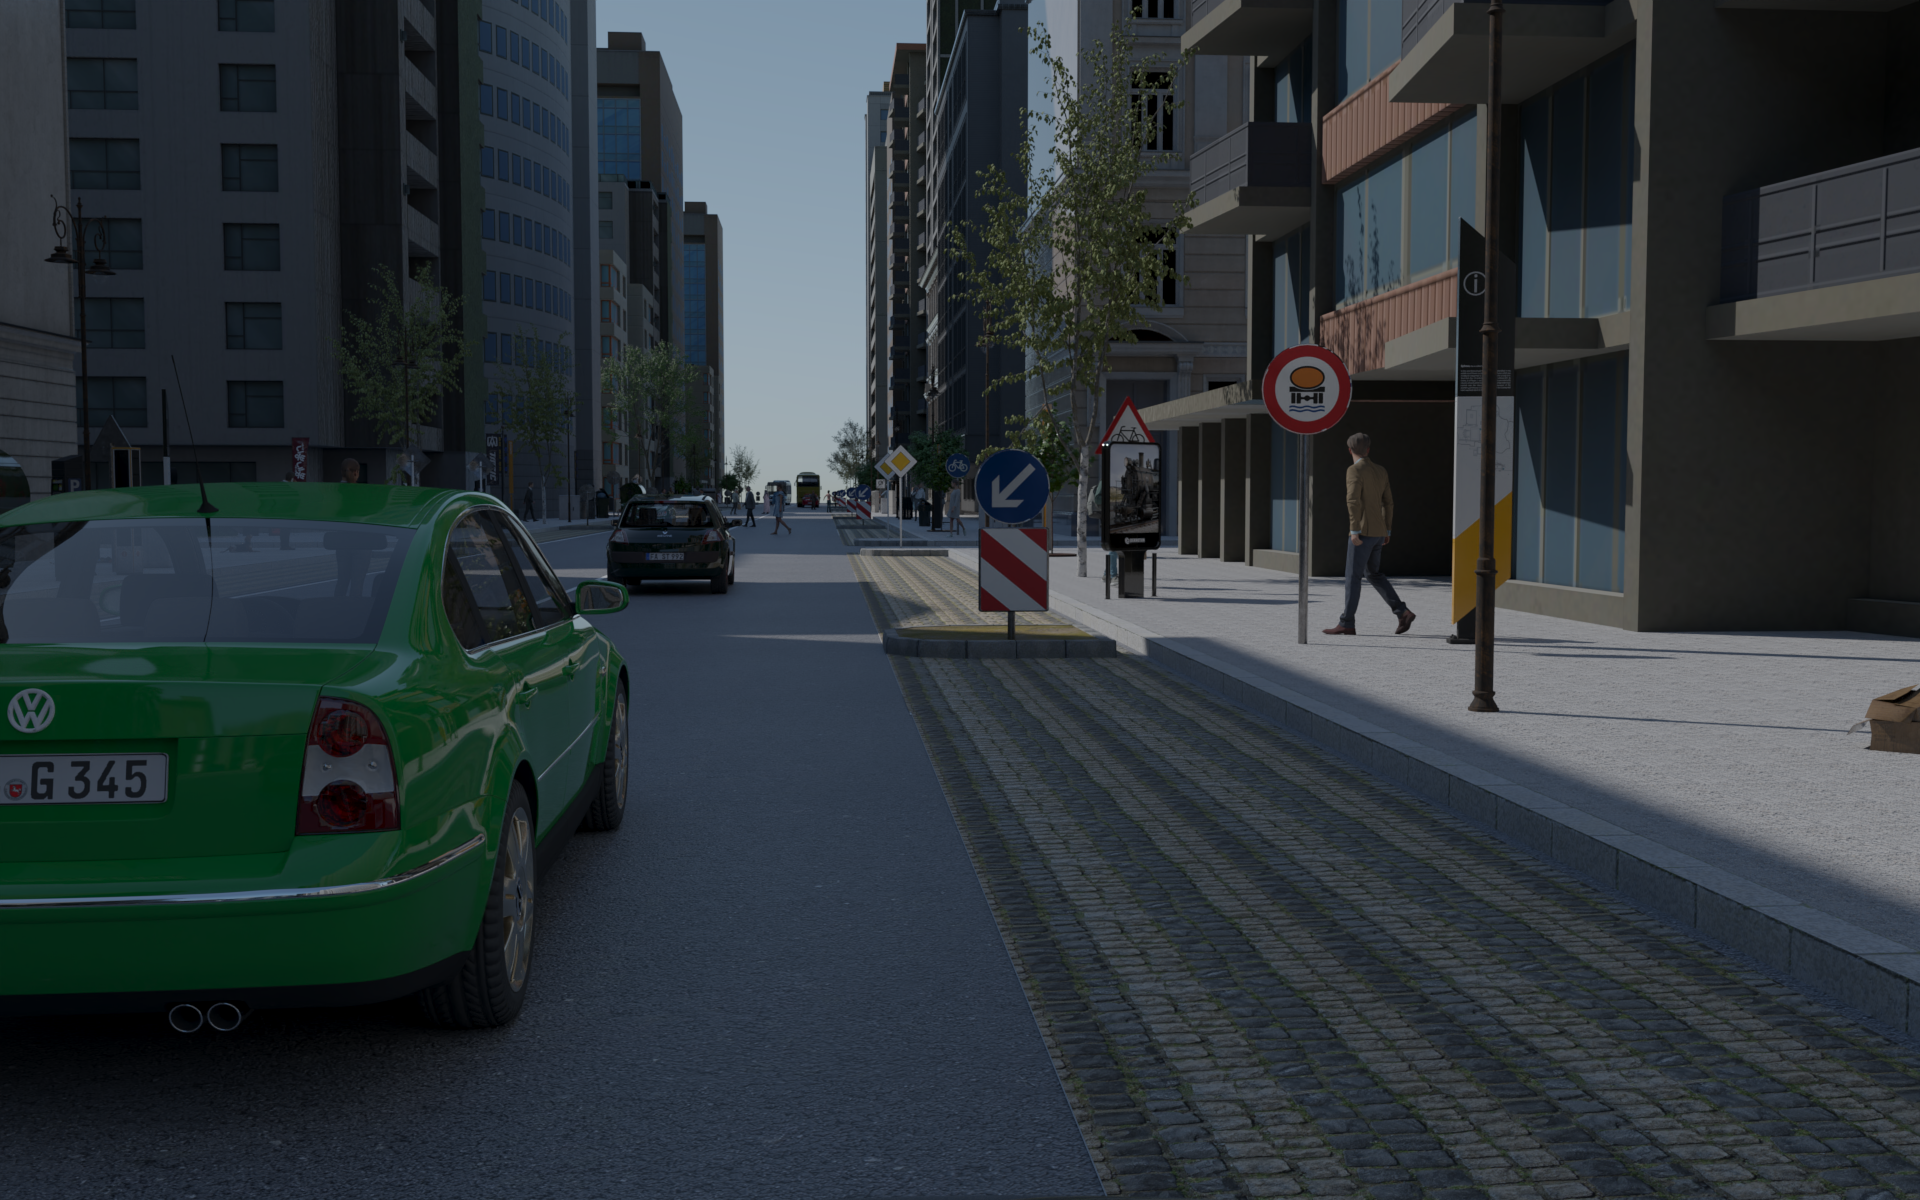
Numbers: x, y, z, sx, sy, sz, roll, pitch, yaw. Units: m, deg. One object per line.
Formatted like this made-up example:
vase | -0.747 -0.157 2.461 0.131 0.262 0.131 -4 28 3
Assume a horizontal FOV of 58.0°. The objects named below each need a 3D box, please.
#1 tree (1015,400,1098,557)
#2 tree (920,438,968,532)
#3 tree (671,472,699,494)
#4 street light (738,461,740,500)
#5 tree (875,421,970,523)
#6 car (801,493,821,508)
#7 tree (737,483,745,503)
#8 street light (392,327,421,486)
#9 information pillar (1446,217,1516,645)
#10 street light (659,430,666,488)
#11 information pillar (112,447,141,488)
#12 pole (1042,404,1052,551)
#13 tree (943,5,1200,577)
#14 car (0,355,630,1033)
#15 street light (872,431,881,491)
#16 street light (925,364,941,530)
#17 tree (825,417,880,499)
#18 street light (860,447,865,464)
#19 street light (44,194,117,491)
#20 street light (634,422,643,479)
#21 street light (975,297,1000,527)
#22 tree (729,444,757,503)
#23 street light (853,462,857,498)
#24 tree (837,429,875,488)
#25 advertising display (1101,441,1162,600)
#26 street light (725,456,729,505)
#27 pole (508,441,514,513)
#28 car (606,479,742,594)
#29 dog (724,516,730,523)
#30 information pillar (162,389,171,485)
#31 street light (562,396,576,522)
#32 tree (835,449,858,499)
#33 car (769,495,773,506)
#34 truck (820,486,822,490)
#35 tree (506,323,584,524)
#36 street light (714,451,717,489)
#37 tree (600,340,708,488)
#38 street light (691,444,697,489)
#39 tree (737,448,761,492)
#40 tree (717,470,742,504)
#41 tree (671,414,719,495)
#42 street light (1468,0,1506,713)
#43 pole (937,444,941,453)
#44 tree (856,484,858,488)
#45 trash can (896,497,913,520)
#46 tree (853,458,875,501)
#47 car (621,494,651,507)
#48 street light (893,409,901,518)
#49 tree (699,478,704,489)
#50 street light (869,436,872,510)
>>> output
tree | 2.033 -2.510 35.644 1.663 3.219 1.824 0 3 0
tree | -0.505 -3.944 59.083 1.663 3.219 1.824 0 3 0
tree | -24.358 -9.633 152.104 1.663 3.219 1.824 0 3 0
street light | -30.282 -16.198 237.623 0.468 5.910 1.993 0 4 -5
tree | -1.039 -5.735 77.478 4.285 4.588 4.351 0 3 0
car | -15.704 -10.584 182.092 2.155 1.783 4.494 0 4 -4
tree | -32.966 -16.114 258.069 1.663 3.219 1.824 0 3 0
street light | -15.306 -4.599 47.978 0.468 5.910 1.993 0 4 -5
information pillar | 4.443 -1.430 14.739 0.504 3.616 0.183 0 4 5
street light | -21.384 -9.289 124.660 0.468 5.910 1.993 0 4 -5
information pillar | -13.190 -1.405 27.458 0.304 2.012 0.304 0 4 3
pole | 1.974 -2.781 39.308 0.158 3.312 0.155 0 3 0
tree | 1.843 -4.673 26.769 4.737 8.622 4.395 0 3 0
car | -2.191 0.174 5.945 1.959 1.807 4.718 0 4 -5
street light | -5.828 -9.195 123.121 0.468 5.910 1.993 0 4 -5
street light | -0.959 -5.427 61.526 0.468 5.910 1.993 0 4 -5
tree | -12.886 -16.865 210.151 7.601 10.594 8.767 -2 4 -28
street light | -9.503 -11.986 168.755 0.468 5.910 1.993 0 4 -5
street light | -13.696 -3.323 27.111 0.468 5.910 1.993 0 4 -5
street light | -20.151 -8.323 108.876 0.468 5.910 1.993 0 4 -5
street light | 0.643 -4.150 40.634 0.468 5.910 1.993 0 4 -5
tree | -31.666 -18.395 251.122 4.737 8.622 4.395 0 3 0
street light | -11.953 -13.847 199.189 0.468 5.910 1.993 0 4 -5
tree | -11.402 -14.620 189.401 4.360 8.622 3.978 0 3 0
advertising display | 2.113 -0.986 21.332 0.974 1.923 0.123 -3 5 -42
street light | -27.933 -14.336 207.181 0.468 5.910 1.993 0 4 -5
pole | -17.200 -4.435 66.353 0.158 3.312 0.155 0 3 0
car | -4.318 -1.004 26.204 2.009 1.686 4.222 0 4 -5
dog | -10.617 -3.621 79.392 0.748 0.427 0.550 -3 4 -38
information pillar | -17.771 -2.902 38.810 0.183 3.616 0.504 -1 4 -19
street light | -17.725 -6.462 78.440 0.468 5.910 1.993 0 4 -5
tree | -17.650 -19.763 273.479 4.737 8.622 4.395 0 3 0
car | -20.997 -11.254 196.578 1.945 1.354 3.894 0 4 -5
truck | -22.698 -16.880 264.895 2.839 4.237 11.283 0 4 -3
tree | -17.894 -7.545 73.724 4.737 8.622 4.395 0 3 0
street light | -26.184 -13.018 185.632 0.468 5.910 1.993 0 4 -5
tree | -21.024 -11.740 117.705 9.928 11.665 9.643 0 3 0
street light | -23.788 -11.156 155.193 0.468 5.910 1.993 0 4 -5
tree | -34.139 -20.037 277.963 4.360 8.622 3.978 0 3 0
tree | -30.879 -15.237 232.841 4.285 4.588 4.351 0 3 0
tree | -24.556 -12.846 160.386 4.737 8.622 4.395 0 3 0
street light | 3.100 -2.281 10.075 0.468 5.910 1.993 0 4 -5
pole | -0.856 -4.729 71.170 0.158 3.312 0.155 0 3 0
tree | -9.979 -11.309 179.504 1.663 3.219 1.824 0 3 0
trash can | -2.911 -4.650 87.680 0.748 1.137 0.748 0 3 0
tree | -8.019 -10.600 157.017 4.285 4.588 4.351 0 3 0
car | -12.347 -3.494 68.921 2.131 1.459 4.920 0 4 -5
street light | -3.344 -7.289 91.965 0.468 5.910 1.993 0 4 -5
tree | -25.318 -10.357 163.945 1.663 3.219 1.824 0 3 0
street light | -7.036 -10.092 137.788 0.468 5.910 1.993 0 4 -5
